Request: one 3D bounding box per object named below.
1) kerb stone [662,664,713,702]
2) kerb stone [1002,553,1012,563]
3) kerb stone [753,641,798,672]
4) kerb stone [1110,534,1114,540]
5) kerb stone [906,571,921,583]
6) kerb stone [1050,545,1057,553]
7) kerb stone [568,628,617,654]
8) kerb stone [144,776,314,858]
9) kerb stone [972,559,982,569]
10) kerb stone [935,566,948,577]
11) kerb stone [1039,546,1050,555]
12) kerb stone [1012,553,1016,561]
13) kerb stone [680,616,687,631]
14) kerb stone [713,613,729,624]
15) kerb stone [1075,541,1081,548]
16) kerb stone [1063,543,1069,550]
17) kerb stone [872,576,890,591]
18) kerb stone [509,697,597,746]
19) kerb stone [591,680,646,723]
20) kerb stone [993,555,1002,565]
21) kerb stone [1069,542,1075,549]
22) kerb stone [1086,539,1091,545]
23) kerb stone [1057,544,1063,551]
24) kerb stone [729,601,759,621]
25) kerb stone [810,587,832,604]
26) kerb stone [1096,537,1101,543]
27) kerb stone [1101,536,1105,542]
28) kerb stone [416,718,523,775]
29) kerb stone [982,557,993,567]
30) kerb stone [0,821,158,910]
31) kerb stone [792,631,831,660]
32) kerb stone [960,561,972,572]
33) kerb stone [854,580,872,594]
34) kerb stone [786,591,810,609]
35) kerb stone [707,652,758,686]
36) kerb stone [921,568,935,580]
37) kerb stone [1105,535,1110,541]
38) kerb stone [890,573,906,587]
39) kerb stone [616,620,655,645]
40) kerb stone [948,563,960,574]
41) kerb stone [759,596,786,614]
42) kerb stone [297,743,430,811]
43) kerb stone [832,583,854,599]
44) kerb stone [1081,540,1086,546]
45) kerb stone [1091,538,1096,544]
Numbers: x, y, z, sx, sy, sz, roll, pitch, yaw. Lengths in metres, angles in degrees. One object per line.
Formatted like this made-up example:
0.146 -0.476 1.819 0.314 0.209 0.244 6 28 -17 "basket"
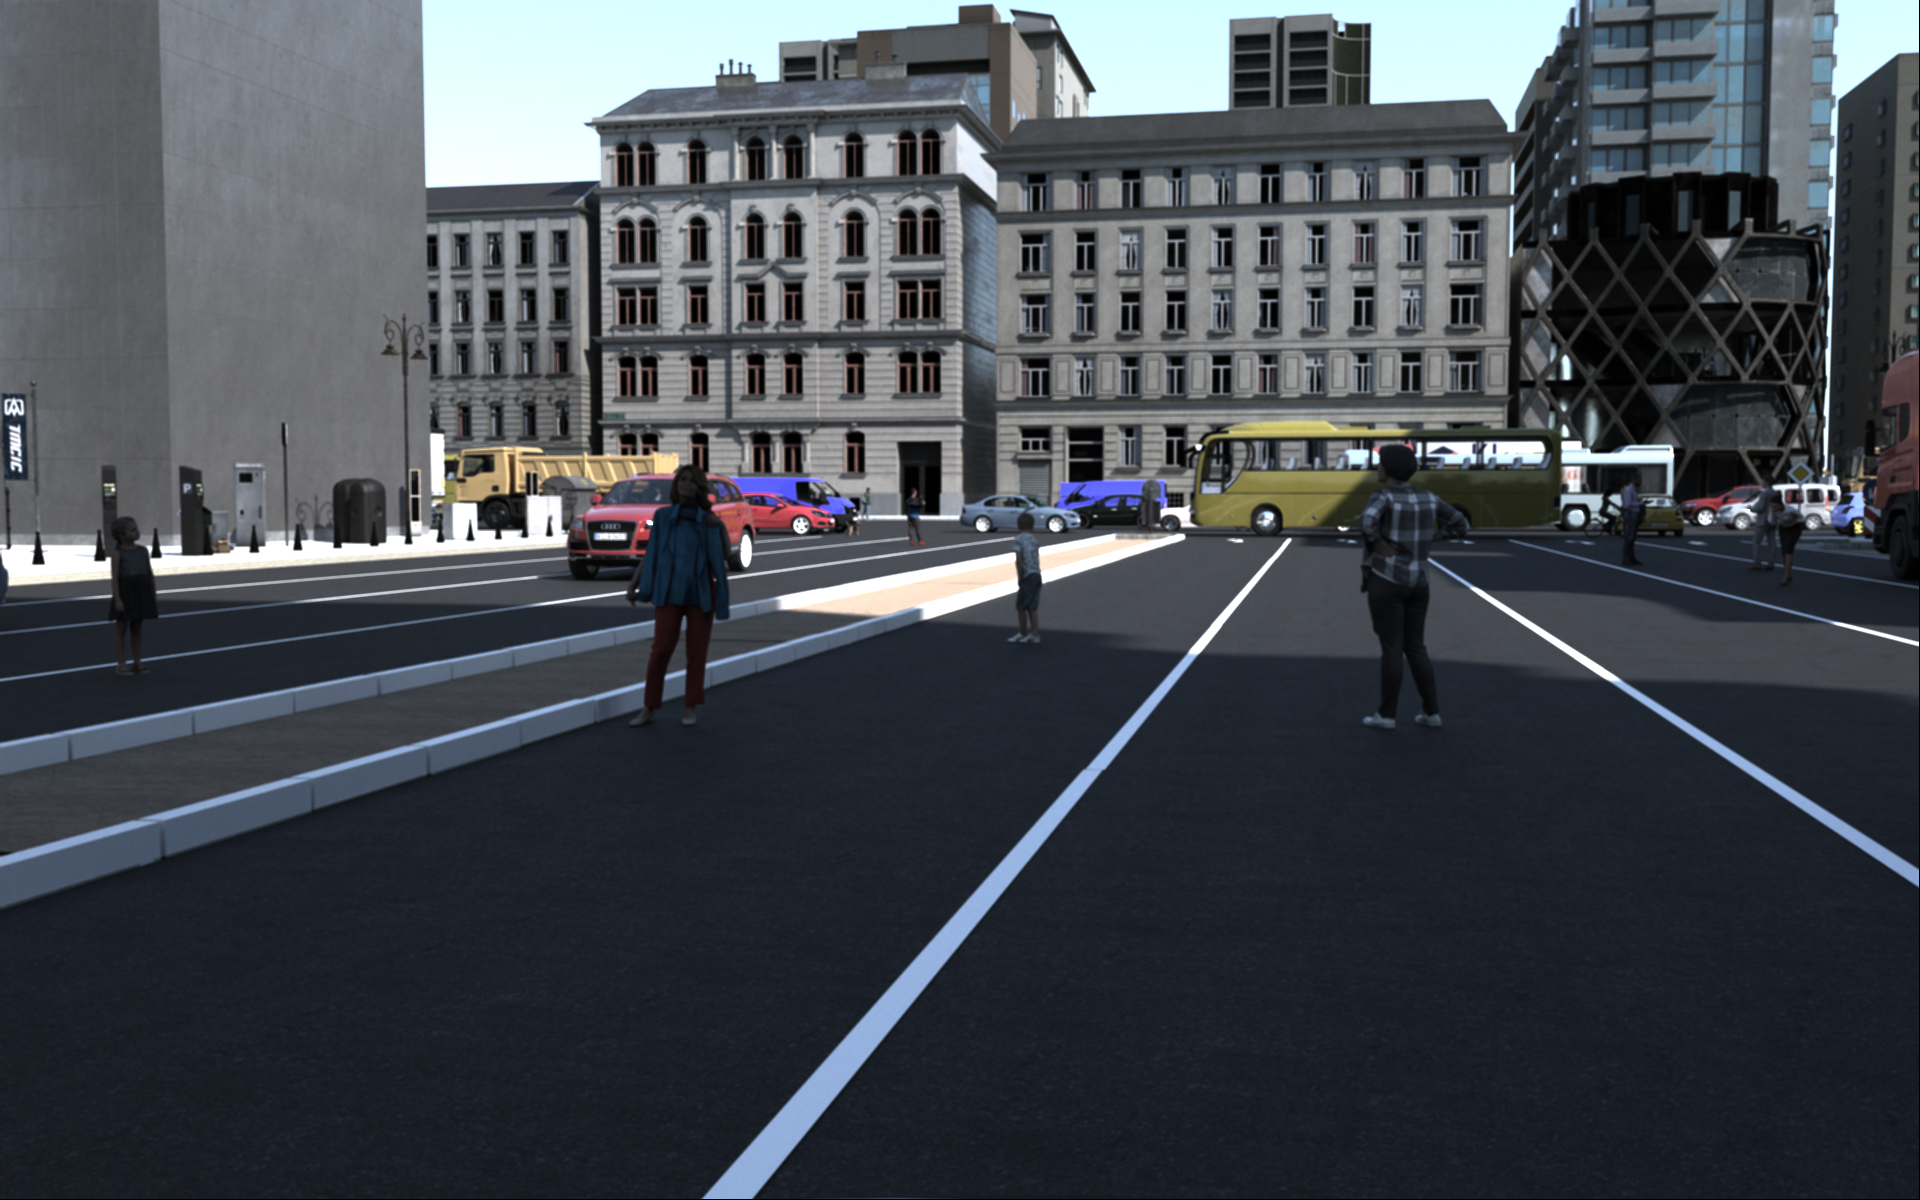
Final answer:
-2.010 0.602 12.357 0.120 0.150 1.000 1 4 12 "kerb stone"
0.875 -0.843 36.018 0.120 0.150 1.000 1 4 12 "kerb stone"
-1.578 0.481 14.380 0.120 0.150 1.000 1 4 12 "kerb stone"
4.515 -1.892 53.161 0.120 0.150 1.000 1 4 12 "kerb stone"
-0.846 -0.351 27.942 0.120 0.150 1.000 1 4 12 "kerb stone"
2.154 -1.215 42.074 0.120 0.150 1.000 1 4 12 "kerb stone"
-3.417 0.389 15.831 0.120 0.150 1.000 1 4 12 "kerb stone"
-3.080 0.910 7.317 0.120 0.150 1.000 1 4 12 "kerb stone"
0.222 -0.661 32.996 0.120 0.150 1.000 1 4 12 "kerb stone"
-0.416 -0.476 29.974 0.120 0.150 1.000 1 4 12 "kerb stone"
1.939 -1.153 41.065 0.120 0.150 1.000 1 4 12 "kerb stone"
1.085 -0.907 37.024 0.120 0.150 1.000 1 4 12 "kerb stone"
-2.992 0.266 17.856 0.120 0.150 1.000 1 4 12 "kerb stone"
-2.768 0.212 18.870 0.120 0.150 1.000 1 4 12 "kerb stone"
3.015 -1.462 46.105 0.120 0.150 1.000 1 4 12 "kerb stone"
2.586 -1.337 44.085 0.120 0.150 1.000 1 4 12 "kerb stone"
-1.272 -0.227 25.913 0.120 0.150 1.000 1 4 12 "kerb stone"
-2.445 0.725 10.336 0.120 0.150 1.000 1 4 12 "kerb stone"
-2.225 0.671 11.342 0.120 0.150 1.000 1 4 12 "kerb stone"
0.648 -0.781 35.010 0.120 0.150 1.000 1 4 12 "kerb stone"
2.799 -1.396 45.091 0.120 0.150 1.000 1 4 12 "kerb stone"
3.446 -1.580 48.118 0.120 0.150 1.000 1 4 12 "kerb stone"
2.371 -1.275 43.080 0.120 0.150 1.000 1 4 12 "kerb stone"
-2.560 0.142 19.876 0.120 0.150 1.000 1 4 12 "kerb stone"
-1.923 -0.043 22.896 0.120 0.150 1.000 1 4 12 "kerb stone"
3.880 -1.709 50.141 0.120 0.150 1.000 1 4 12 "kerb stone"
4.092 -1.771 51.147 0.120 0.150 1.000 1 4 12 "kerb stone"
-2.651 0.787 9.328 0.120 0.150 1.000 1 4 12 "kerb stone"
0.444 -0.722 34.000 0.120 0.150 1.000 1 4 12 "kerb stone"
-3.294 0.972 6.307 0.120 0.150 1.000 1 4 12 "kerb stone"
-1.367 0.416 15.386 0.120 0.150 1.000 1 4 12 "kerb stone"
0.015 -0.599 31.986 0.120 0.150 1.000 1 4 12 "kerb stone"
-1.492 -0.166 24.908 0.120 0.150 1.000 1 4 12 "kerb stone"
-2.135 0.019 21.889 0.120 0.150 1.000 1 4 12 "kerb stone"
-1.797 0.539 13.375 0.120 0.150 1.000 1 4 12 "kerb stone"
-0.638 -0.409 28.956 0.120 0.150 1.000 1 4 12 "kerb stone"
4.305 -1.826 52.154 0.120 0.150 1.000 1 4 12 "kerb stone"
-1.062 -0.290 26.936 0.120 0.150 1.000 1 4 12 "kerb stone"
-3.200 0.327 16.849 0.120 0.150 1.000 1 4 12 "kerb stone"
-0.202 -0.533 30.982 0.120 0.150 1.000 1 4 12 "kerb stone"
-2.344 0.080 20.882 0.120 0.150 1.000 1 4 12 "kerb stone"
-2.871 0.848 8.324 0.120 0.150 1.000 1 4 12 "kerb stone"
-1.697 -0.101 23.901 0.120 0.150 1.000 1 4 12 "kerb stone"
3.230 -1.522 47.113 0.120 0.150 1.000 1 4 12 "kerb stone"
3.669 -1.647 49.122 0.120 0.150 1.000 1 4 12 "kerb stone"
